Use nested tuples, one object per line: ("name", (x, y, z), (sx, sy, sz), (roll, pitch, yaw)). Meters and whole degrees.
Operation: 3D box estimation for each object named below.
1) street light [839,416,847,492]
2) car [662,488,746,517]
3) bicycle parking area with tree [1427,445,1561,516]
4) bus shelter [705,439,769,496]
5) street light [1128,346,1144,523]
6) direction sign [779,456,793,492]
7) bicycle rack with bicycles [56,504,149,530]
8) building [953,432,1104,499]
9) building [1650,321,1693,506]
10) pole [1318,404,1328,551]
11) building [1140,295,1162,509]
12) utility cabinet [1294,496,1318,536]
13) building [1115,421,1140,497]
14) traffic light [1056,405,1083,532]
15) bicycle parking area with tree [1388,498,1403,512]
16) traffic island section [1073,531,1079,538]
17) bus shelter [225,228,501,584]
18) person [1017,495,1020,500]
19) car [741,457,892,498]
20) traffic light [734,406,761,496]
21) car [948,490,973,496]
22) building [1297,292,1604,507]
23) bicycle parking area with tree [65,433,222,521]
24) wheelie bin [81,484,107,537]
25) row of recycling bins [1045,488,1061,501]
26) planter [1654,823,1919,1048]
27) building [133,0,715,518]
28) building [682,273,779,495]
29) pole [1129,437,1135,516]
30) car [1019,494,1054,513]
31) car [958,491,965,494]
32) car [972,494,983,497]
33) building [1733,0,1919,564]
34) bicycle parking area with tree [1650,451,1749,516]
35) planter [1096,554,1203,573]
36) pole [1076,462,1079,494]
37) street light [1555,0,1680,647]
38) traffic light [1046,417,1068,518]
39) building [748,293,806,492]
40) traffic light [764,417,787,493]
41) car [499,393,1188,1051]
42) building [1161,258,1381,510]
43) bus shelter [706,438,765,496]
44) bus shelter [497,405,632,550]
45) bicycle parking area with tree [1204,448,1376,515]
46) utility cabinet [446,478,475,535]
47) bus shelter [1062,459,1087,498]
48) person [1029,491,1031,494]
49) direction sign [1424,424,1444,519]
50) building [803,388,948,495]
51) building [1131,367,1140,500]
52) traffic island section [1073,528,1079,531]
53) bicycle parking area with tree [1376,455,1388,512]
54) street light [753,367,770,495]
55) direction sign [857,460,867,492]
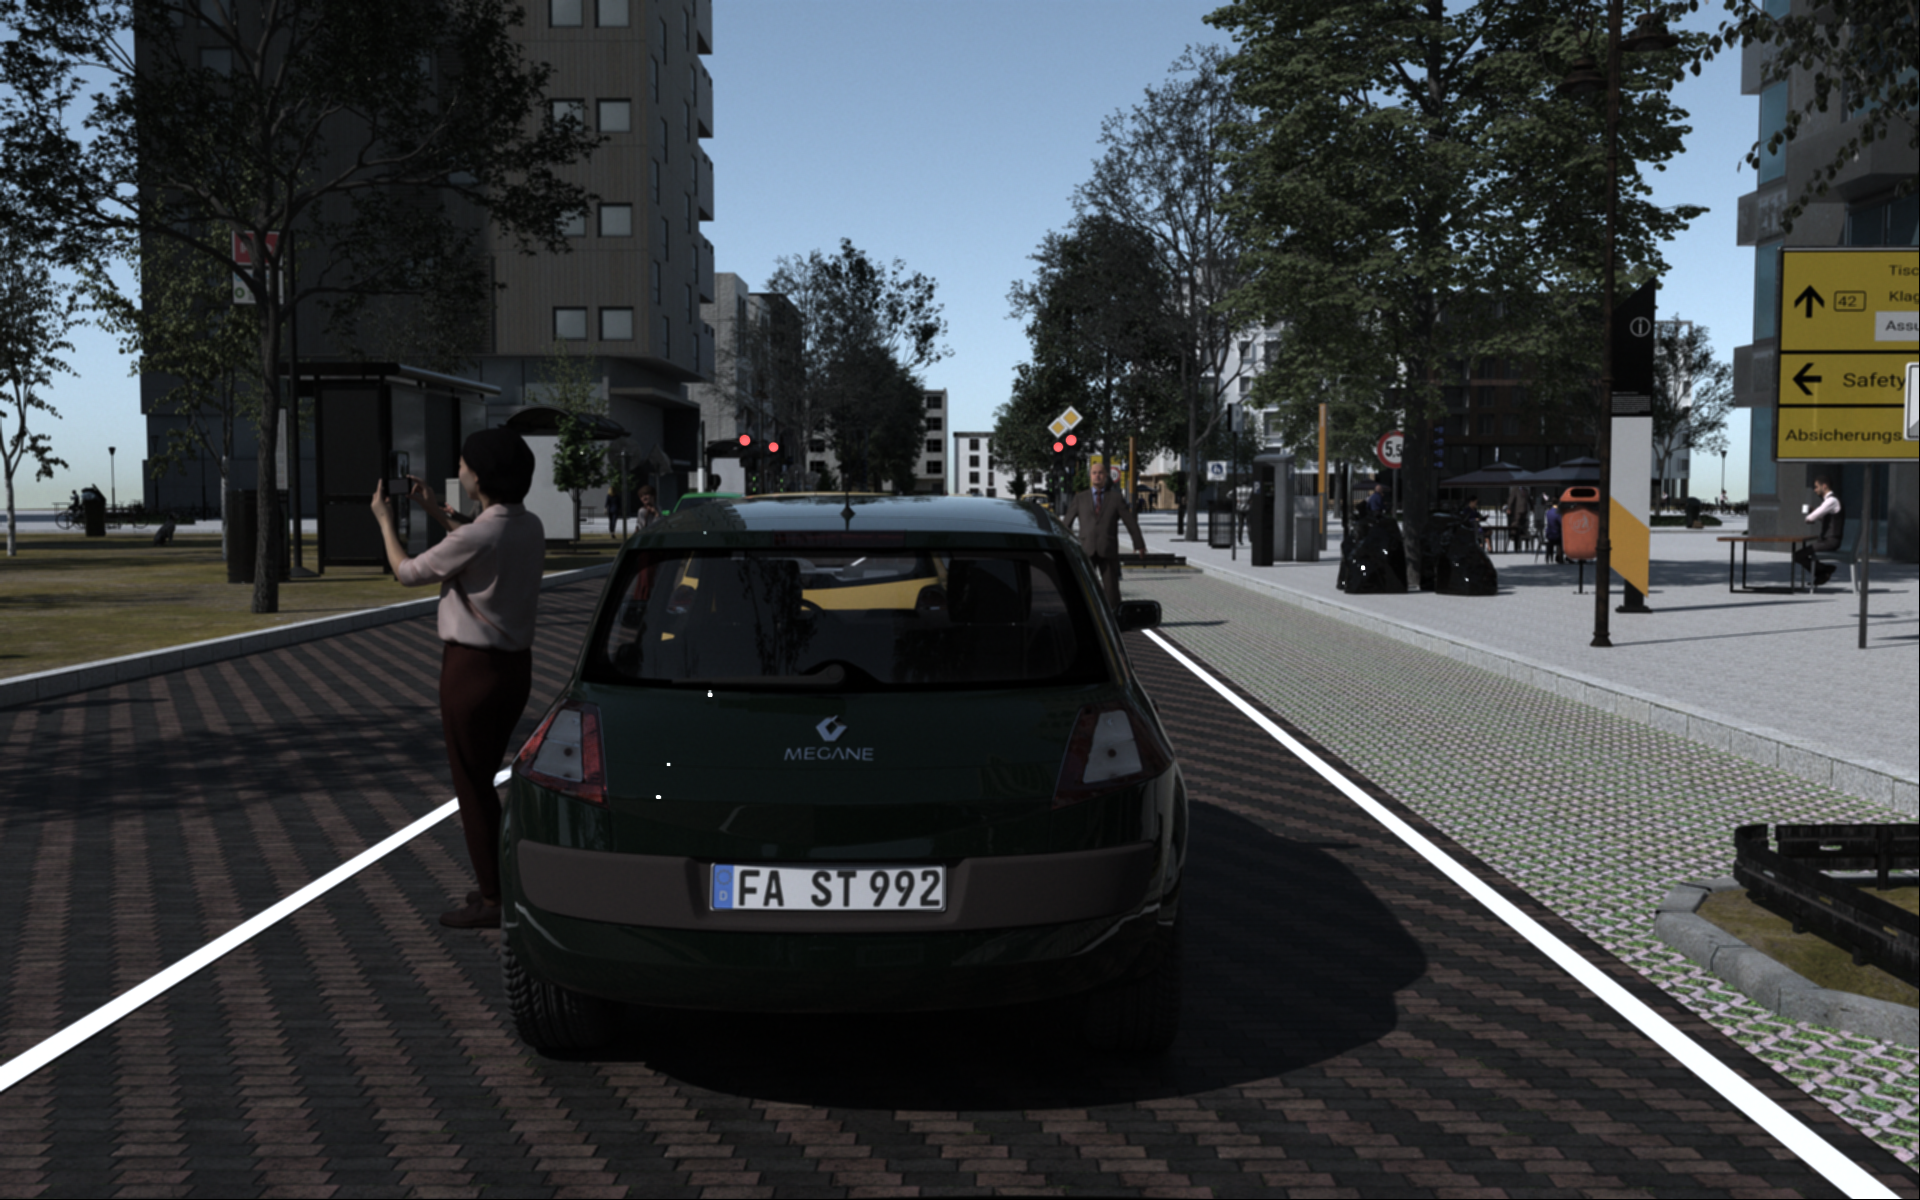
("street light", (-6.960, -7.966, 103.031), (0.468, 5.910, 1.993), (0, 4, 0))
("car", (-5.127, -1.661, 35.956), (1.959, 1.807, 4.718), (0, 4, -1))
("bicycle parking area with tree", (32.456, -7.037, 102.065), (8.231, 4.147, 9.016), (1, 4, 21))
("bus shelter", (-8.582, -4.453, 66.728), (2.014, 3.302, 5.546), (0, 4, 0))
("street light", (5.514, -4.972, 54.087), (0.468, 5.910, 1.993), (0, 4, 0))
("direction sign", (-10.453, -6.865, 104.242), (0.876, 3.537, 0.379), (0, 4, 2))
("bicycle rack with bicycles", (-31.723, -3.078, 63.711), (2.925, 0.926, 2.852), (-1, 4, -9))
("building", (13.165, -18.124, 238.475), (28.070, 9.664, 9.099), (0, 4, 0))
("building", (73.688, -20.720, 195.196), (11.380, 20.091, 16.016), (0, 4, 0))
("pole", (8.208, -2.772, 39.166), (0.158, 3.312, 0.155), (0, 3, 0))
("building", (25.107, -18.332, 156.153), (16.016, 20.091, 11.380), (0, 4, 0))
("utility cabinet", (10.685, -2.561, 53.029), (1.020, 1.237, 0.306), (3, 4, 37))
("building", (22.344, -15.141, 189.697), (9.099, 9.664, 28.070), (0, 4, 0))
("traffic light", (3.490, -4.040, 54.974), (0.839, 4.253, 0.868), (0, 4, 0))
("bicycle parking area with tree", (34.887, -7.938, 116.786), (8.231, 4.147, 9.016), (3, 5, 39))
("traffic island section", (3.530, -2.007, 55.088), (2.009, 0.180, 2.903), (0, 4, 0))
("bus shelter", (-9.930, -3.141, 28.982), (2.179, 5.291, 8.768), (0, 4, 0))
("person", (5.893, -10.385, 175.864), (0.705, 1.821, 1.348), (0, 4, 1))
("car", (-0.765, -0.020, 10.555), (2.015, 1.641, 3.980), (0, 4, 0))
("traffic light", (-6.771, -4.043, 55.018), (0.839, 4.253, 0.868), (0, 4, 0))
("car", (0.038, -4.250, 79.709), (2.015, 1.641, 3.980), (0, 4, 1))
("building", (51.641, -21.129, 189.440), (32.646, 21.610, 27.936), (0, 4, 0))
("bicycle parking area with tree", (-37.781, -5.898, 83.436), (9.016, 4.147, 8.231), (-2, 4, -34))
("wheelie bin", (-26.114, -2.711, 52.234), (0.693, 1.594, 0.980), (-2, 4, -26))
("row of recycling bins", (6.880, -7.097, 123.142), (1.069, 1.692, 3.534), (1, 4, 19))
("planter", (3.228, 0.976, 5.186), (1.991, 0.319, 1.994), (0, 4, 0))
("building", (-29.693, -31.436, 103.210), (28.713, 52.752, 27.495), (0, 4, 0))
("building", (-26.231, -17.606, 154.323), (16.747, 18.905, 31.486), (0, 4, 0))
("pole", (6.171, -4.169, 62.009), (0.158, 3.312, 0.155), (0, 3, 0))
("car", (3.451, -4.352, 81.381), (2.015, 1.641, 3.980), (0, 4, -1))
("car", (0.132, -9.861, 170.822), (1.945, 1.707, 3.694), (0, 4, -1))
("car", (1.342, -8.644, 153.125), (2.131, 1.459, 4.920), (0, 4, 1))
("building", (27.507, -24.820, 25.423), (23.786, 49.044, 30.456), (0, 4, 0))
("bicycle parking area with tree", (49.622, -7.964, 117.219), (9.016, 4.147, 8.231), (0, 4, -4))
("planter", (3.395, -0.672, 32.130), (1.991, 0.319, 1.994), (0, 4, 0))
("pole", (7.321, -6.992, 108.168), (0.158, 3.312, 0.155), (0, 3, 0))
("street light", (5.405, -2.546, 14.419), (0.468, 5.910, 1.993), (0, 4, 0))
("traffic light", (3.537, -4.528, 62.959), (0.839, 4.253, 0.868), (0, 4, 0))
("building", (-34.176, -21.172, 190.137), (32.646, 21.610, 27.936), (0, 4, 0))
("traffic light", (-6.724, -4.531, 63.003), (0.839, 4.253, 0.868), (0, 4, 0))
("car", (-0.268, 0.240, 5.864), (2.009, 1.686, 4.222), (0, 4, 1))
("building", (25.660, -17.608, 144.318), (16.016, 20.091, 11.380), (0, 4, 0))
("bus shelter", (-9.617, -5.098, 74.631), (1.731, 3.624, 6.357), (0, 4, 0))
("bus shelter", (-9.528, -2.956, 42.260), (2.014, 3.302, 5.546), (0, 4, 0))
("bicycle parking area with tree", (20.560, -7.539, 110.272), (9.016, 4.147, 8.231), (0, 4, -5))
("utility cabinet", (-7.124, -0.992, 24.902), (0.318, 1.500, 1.173), (-2, 4, -25))
("bus shelter", (7.258, -7.392, 112.141), (1.731, 3.624, 6.357), (0, 4, 0))
("person", (8.846, -12.662, 213.873), (0.742, 1.727, 0.445), (1, 4, 20))
("direction sign", (15.091, -3.895, 55.687), (0.876, 3.537, 0.379), (0, 4, 7))
("building", (-17.565, -22.916, 241.137), (31.486, 18.905, 16.747), (0, 4, 0))
("building", (24.670, -19.073, 168.266), (16.016, 20.091, 11.380), (0, 4, 0))
("traffic island section", (3.577, -2.495, 63.073), (2.009, 0.180, 2.903), (0, 4, 0))
("bicycle parking area with tree", (32.201, -8.588, 127.421), (8.231, 4.147, 9.016), (-1, 4, -22))
("street light", (-7.233, -5.533, 63.250), (0.468, 5.910, 1.993), (0, 4, 0))
("direction sign", (-6.591, -7.592, 116.129), (0.876, 3.537, 0.379), (-3, 5, -44))
